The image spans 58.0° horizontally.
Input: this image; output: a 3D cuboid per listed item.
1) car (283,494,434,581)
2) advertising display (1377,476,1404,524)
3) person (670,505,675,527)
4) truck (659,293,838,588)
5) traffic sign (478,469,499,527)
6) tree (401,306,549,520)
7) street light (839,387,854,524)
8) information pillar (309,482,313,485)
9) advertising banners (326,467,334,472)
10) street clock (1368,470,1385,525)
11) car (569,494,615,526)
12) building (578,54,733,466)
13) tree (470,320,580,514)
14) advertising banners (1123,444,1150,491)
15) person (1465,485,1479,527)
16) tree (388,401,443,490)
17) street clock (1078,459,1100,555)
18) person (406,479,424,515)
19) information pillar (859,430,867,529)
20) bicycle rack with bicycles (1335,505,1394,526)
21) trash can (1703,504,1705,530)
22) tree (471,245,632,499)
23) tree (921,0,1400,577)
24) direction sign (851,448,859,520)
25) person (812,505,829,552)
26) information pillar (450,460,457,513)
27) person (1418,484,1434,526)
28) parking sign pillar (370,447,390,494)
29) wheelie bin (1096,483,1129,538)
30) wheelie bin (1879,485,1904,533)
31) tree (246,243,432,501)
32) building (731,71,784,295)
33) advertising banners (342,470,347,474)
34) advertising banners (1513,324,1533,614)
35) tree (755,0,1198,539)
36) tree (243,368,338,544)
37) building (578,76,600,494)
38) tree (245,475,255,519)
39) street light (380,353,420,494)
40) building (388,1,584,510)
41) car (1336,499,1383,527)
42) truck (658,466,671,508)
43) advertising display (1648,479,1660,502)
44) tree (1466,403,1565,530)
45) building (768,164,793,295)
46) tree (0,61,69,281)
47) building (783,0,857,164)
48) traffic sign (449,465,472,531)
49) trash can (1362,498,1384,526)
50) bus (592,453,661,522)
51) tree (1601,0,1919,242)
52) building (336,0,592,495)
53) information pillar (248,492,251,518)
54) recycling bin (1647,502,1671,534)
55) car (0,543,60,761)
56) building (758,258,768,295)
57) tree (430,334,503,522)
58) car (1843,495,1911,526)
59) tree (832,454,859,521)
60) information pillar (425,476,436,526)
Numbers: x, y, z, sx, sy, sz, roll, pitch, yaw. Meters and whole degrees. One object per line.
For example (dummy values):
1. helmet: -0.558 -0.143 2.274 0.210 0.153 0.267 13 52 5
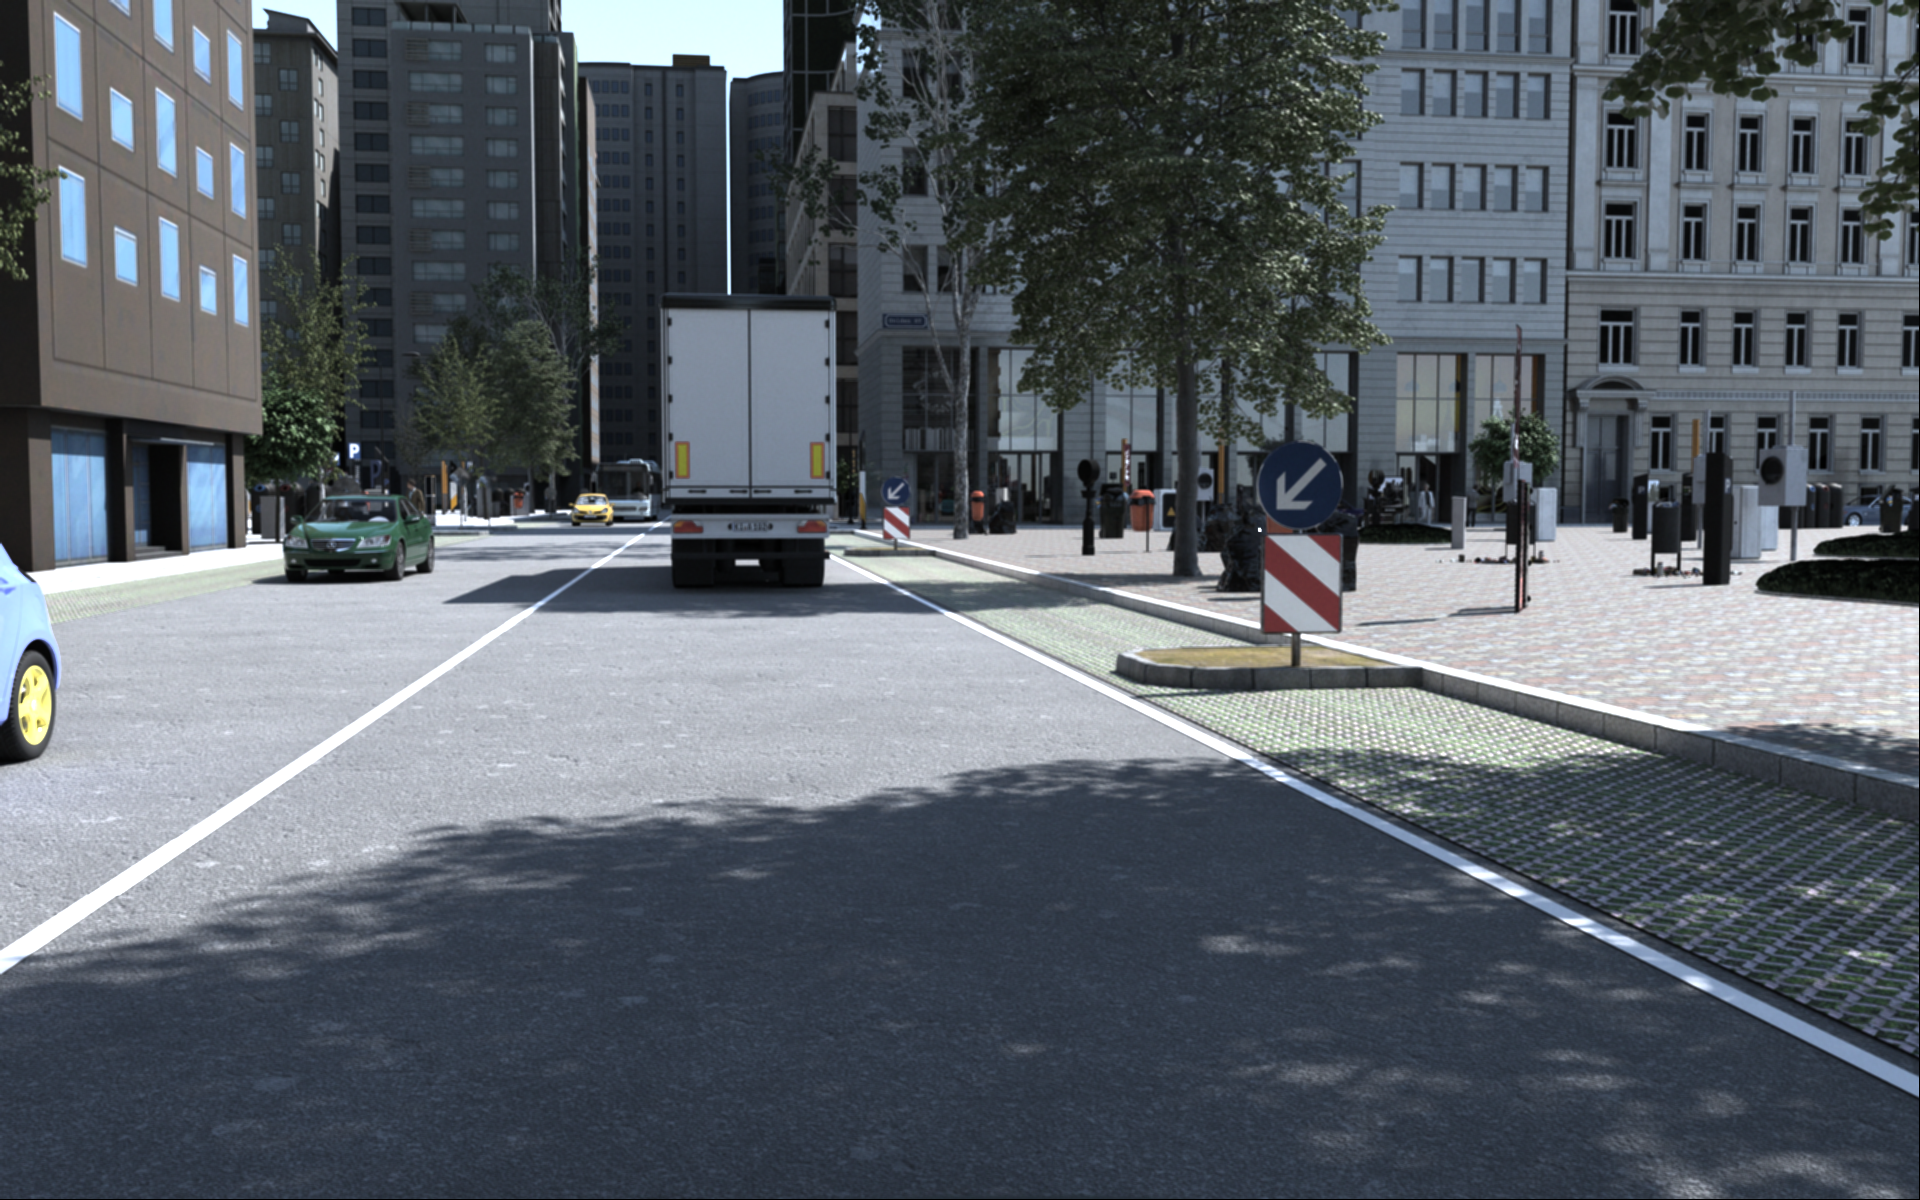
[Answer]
1. car: -10.340 -1.115 30.029 2.131 1.459 4.920 0 4 -7
2. advertising display: 15.447 -3.489 62.257 0.974 1.923 0.123 1 4 9
3. person: -12.392 -4.108 75.894 0.641 1.798 0.478 -1 4 -14
4. truck: -3.726 -2.508 29.920 2.839 4.237 11.283 0 4 -8
5. traffic sign: -18.575 -3.955 68.314 0.795 2.450 0.064 -1 4 -8
6. tree: -24.062 -9.300 86.473 7.601 10.594 8.767 0 4 -4
7. street light: -5.203 -6.187 73.694 1.470 5.913 1.316 -1 4 -8
8. information pillar: -38.449 -6.018 102.894 0.304 2.012 0.304 0 4 -5
9. advertising banners: -41.381 -7.071 111.795 2.074 3.025 0.090 0 4 6
10. street clock: 12.323 -2.857 51.284 0.358 2.002 0.471 -2 4 -26
11. car: -16.569 -4.151 78.098 2.015 1.641 3.980 -1 4 -9
12. building: -45.647 -42.344 234.329 28.212 58.520 21.231 -1 4 -8
13. tree: -28.400 -11.917 112.965 7.486 12.596 7.792 0 3 0
14. advertising banners: 6.244 -3.972 61.122 0.090 3.025 2.074 2 4 34
15. person: 20.029 -3.618 67.832 0.592 1.802 0.473 1 4 20
16. tree: -42.251 -11.219 133.797 4.360 8.622 3.978 0 3 0
17. street clock: 2.695 -1.941 36.306 0.358 2.002 0.471 -2 4 -35
18. person: -15.032 -2.396 47.589 0.656 1.842 0.836 -1 4 -10
19. information pillar: -3.541 -4.380 62.961 0.183 3.616 0.504 1 4 13
20. bicycle rack with bicycles: 12.835 -2.666 56.978 2.852 0.926 2.925 3 5 41
21. trash can: 25.747 -2.916 59.334 0.748 1.137 0.748 0 3 0
22. tree: -29.138 -16.745 129.672 12.611 20.169 13.585 0 3 0
23. tree: 3.144 -6.638 26.662 7.486 12.596 7.792 0 3 0
24. direction sign: -5.125 -5.715 85.443 0.379 3.537 0.876 2 4 27
25. person: -3.575 -2.064 42.347 0.635 1.810 0.391 2 4 26
26. information pillar: -34.627 -7.769 118.369 0.183 3.616 0.504 3 5 39
27. person: 18.398 -3.677 68.499 0.514 1.842 0.818 -2 4 -26
28. parking sign pillar: -32.868 -6.710 98.185 1.447 3.967 1.447 3 5 41
29. wheelie bin: 4.451 -2.591 50.267 0.980 1.594 0.693 -1 4 -12
30. wheelie bin: 30.911 -3.031 57.467 0.693 1.594 0.980 1 4 17
31. tree: -18.794 -6.114 50.322 4.737 8.622 4.395 0 3 0
32. building: -17.299 -42.605 238.596 28.212 58.520 21.231 -1 4 -8
33. advertising banners: -44.874 -7.889 125.178 0.090 3.025 2.074 0 4 -3
34. advertising banners: 6.121 -1.387 18.866 0.090 3.025 2.074 1 4 23
35. tree: 0.506 -11.881 50.140 12.611 20.169 13.585 0 3 0
36. tree: -17.837 -3.754 45.086 4.285 4.588 4.351 0 3 0
37. building: -45.538 -32.530 181.970 14.600 45.320 14.200 -1 4 -8
38. tree: -35.926 -5.726 88.214 1.663 3.219 1.824 0 3 0
39. street light: -18.424 -5.160 56.912 1.470 5.913 1.316 -1 4 -8
40. building: -39.993 -28.395 147.847 14.154 41.232 14.086 -1 4 -8
41. car: 14.532 -3.388 67.969 3.894 1.354 1.945 -1 4 -9
42. truck: -30.150 -11.571 178.103 2.839 4.237 11.283 -1 4 -9
43. advertising display: 29.926 -4.264 74.928 0.974 1.923 0.123 -2 4 -35
44. tree: 19.851 -4.784 61.931 4.285 4.588 4.351 0 3 0
45. building: -9.489 -23.451 155.126 14.160 30.474 14.107 -1 4 -8
46. tree: -15.407 -4.587 25.368 4.737 8.622 4.395 0 3 0
47. building: -8.962 -44.858 171.677 20.563 71.187 20.611 -1 4 -8
48. traffic sign: -17.405 -3.472 60.415 0.795 2.450 0.064 -1 4 -8
49. trash can: 14.626 -3.041 61.376 0.748 1.137 0.748 0 3 0
50. bus: -17.368 -5.892 91.199 2.948 3.499 13.247 0 4 -7
51. tree: 5.578 -5.499 8.029 7.486 12.596 7.792 0 3 0
52. building: -45.969 -44.361 163.555 20.563 71.187 20.611 -1 4 -8
53. information pillar: -39.071 -6.321 94.705 0.504 3.616 0.183 -1 4 -16
54. recycling bin: 22.653 -2.669 56.189 0.722 1.027 0.722 1 4 17
55. car: -5.647 0.100 7.957 1.945 1.707 3.694 0 4 -7
56. building: -17.836 -27.011 213.334 14.160 30.474 14.107 -1 4 -8
57. tree: -22.714 -7.863 78.923 4.737 8.622 4.395 0 3 0
58. car: 38.681 -3.755 73.401 4.499 1.417 2.014 -1 4 -10
59. tree: -5.546 -5.433 83.431 1.663 3.219 1.824 0 3 0
60. information pillar: -21.230 -3.972 69.434 0.304 2.012 0.304 0 4 5
